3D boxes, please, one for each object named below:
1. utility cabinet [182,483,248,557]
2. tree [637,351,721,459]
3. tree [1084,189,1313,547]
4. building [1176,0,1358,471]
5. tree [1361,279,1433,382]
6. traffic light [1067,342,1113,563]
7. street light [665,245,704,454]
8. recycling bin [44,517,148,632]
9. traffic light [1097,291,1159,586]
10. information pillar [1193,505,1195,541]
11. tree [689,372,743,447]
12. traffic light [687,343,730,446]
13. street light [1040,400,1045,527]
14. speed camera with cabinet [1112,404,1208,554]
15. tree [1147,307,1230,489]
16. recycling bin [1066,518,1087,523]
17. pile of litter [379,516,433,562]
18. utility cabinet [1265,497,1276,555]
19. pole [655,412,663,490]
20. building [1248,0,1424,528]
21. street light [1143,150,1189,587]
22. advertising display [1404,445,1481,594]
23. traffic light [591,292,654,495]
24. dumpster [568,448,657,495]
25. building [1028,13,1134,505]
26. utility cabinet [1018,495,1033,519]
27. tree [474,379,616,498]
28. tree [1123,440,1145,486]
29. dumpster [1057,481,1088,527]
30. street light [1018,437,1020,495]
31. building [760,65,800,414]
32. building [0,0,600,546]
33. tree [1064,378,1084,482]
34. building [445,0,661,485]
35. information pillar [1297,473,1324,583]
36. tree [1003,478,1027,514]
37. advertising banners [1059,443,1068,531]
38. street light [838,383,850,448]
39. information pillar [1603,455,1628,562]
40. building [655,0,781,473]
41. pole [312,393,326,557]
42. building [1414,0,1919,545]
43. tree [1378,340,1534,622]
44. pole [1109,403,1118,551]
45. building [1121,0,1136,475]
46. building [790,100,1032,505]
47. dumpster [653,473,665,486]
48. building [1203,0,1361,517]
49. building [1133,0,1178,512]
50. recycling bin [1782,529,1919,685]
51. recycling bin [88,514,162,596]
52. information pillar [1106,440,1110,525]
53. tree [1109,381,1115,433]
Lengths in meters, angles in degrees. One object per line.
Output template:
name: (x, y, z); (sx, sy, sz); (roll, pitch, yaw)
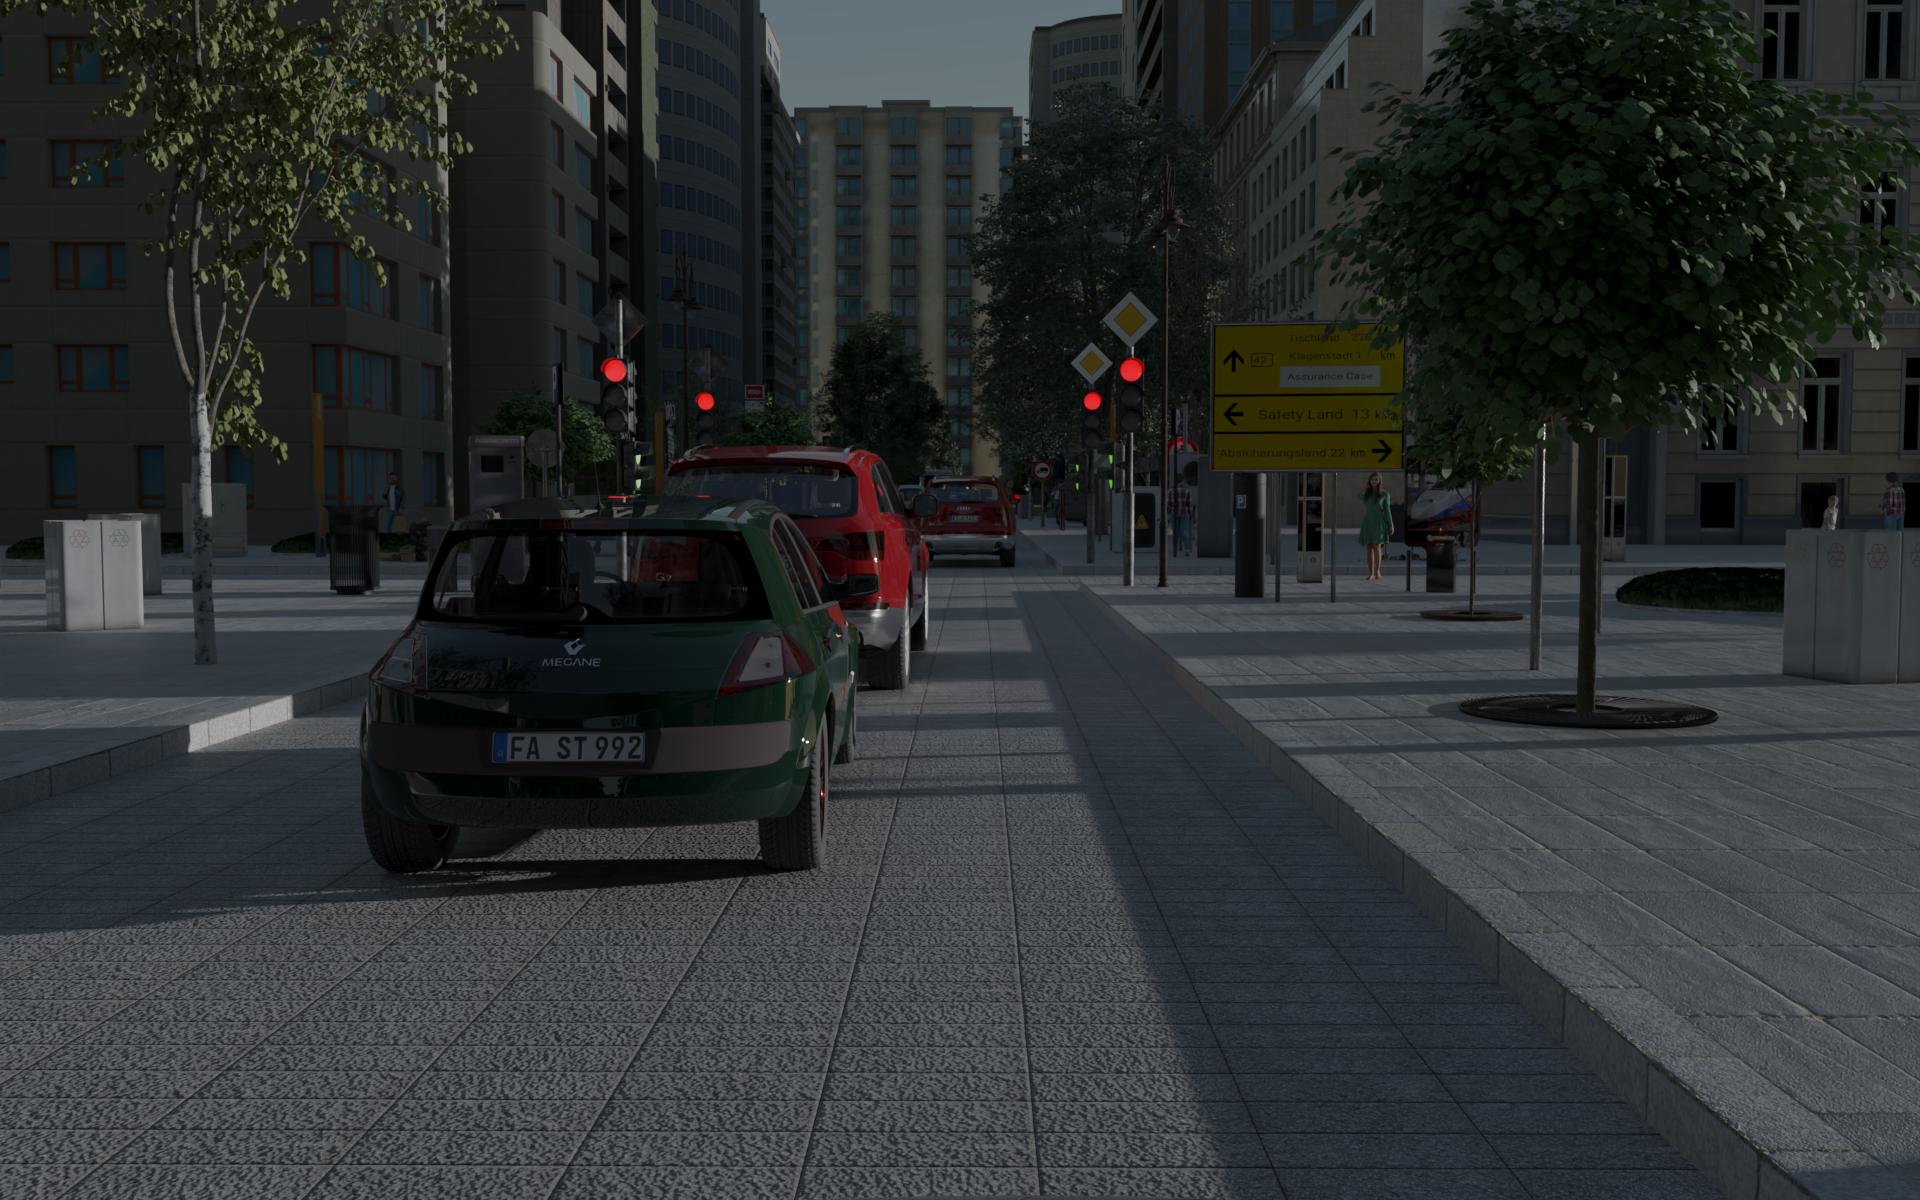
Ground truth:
utility cabinet: (-15.052, -1.610, 35.005); (0.318, 1.500, 1.173); (3, 5, 43)
tree: (-14.189, -8.430, 88.194); (4.737, 8.622, 4.395); (0, 3, 0)
tree: (6.001, -5.598, 41.885); (4.360, 8.622, 3.978); (0, 3, 0)
building: (22.010, -28.378, 114.086); (14.600, 45.320, 14.200); (0, 4, 1)
tree: (11.450, -5.513, 40.492); (4.360, 8.622, 3.978); (0, 3, 0)
traffic light: (2.412, -2.641, 32.093); (0.839, 4.253, 0.868); (0, 4, 1)
street light: (-5.128, -3.645, 32.391); (0.468, 5.910, 1.993); (0, 4, 1)
recycling bin: (-8.282, -0.245, 16.557); (0.722, 1.027, 0.722); (-3, 4, -38)
traffic light: (2.338, -2.152, 24.109); (0.839, 4.253, 0.868); (0, 4, 1)
information pillar: (6.417, -2.653, 47.876); (0.304, 2.012, 0.304); (-1, 4, -14)
tree: (-13.993, -9.313, 102.635); (4.360, 8.622, 3.978); (0, 3, 0)
traffic light: (-4.649, -2.644, 32.143); (0.839, 4.253, 0.868); (0, 4, 1)
street light: (3.246, -5.804, 67.688); (0.468, 5.910, 1.993); (0, 4, 1)
speed camera with cabinet: (4.356, -2.652, 37.696); (2.038, 3.252, 0.660); (-1, 4, -19)
tree: (9.810, -7.256, 68.997); (4.737, 8.622, 4.395); (0, 3, 0)
recycling bin: (5.210, -3.942, 77.004); (0.722, 1.027, 0.722); (-3, 5, -44)
pile of litter: (-10.548, -1.171, 33.113); (1.176, 0.858, 1.719); (-1, 4, -18)
utility cabinet: (6.505, -1.589, 37.146); (0.306, 1.237, 1.020); (-1, 4, -13)
pole: (-7.491, -3.017, 43.166); (0.158, 3.312, 0.155); (0, 3, 0)
building: (18.770, -13.384, 73.573); (10.420, 20.320, 16.860); (0, 4, 1)
street light: (2.806, -3.116, 23.740); (0.468, 5.910, 1.993); (0, 4, 1)
advertising display: (6.273, -1.060, 22.541); (0.974, 1.923, 0.123); (2, 4, 32)
traffic light: (-4.723, -2.155, 24.158); (0.839, 4.253, 0.868); (0, 4, 1)
dumpster: (-7.250, -2.060, 36.171); (1.502, 2.255, 1.985); (0, 4, 1)
building: (22.737, -40.941, 211.383); (28.212, 58.520, 21.231); (0, 4, 1)
utility cabinet: (3.396, -4.812, 89.832); (0.306, 1.237, 1.020); (3, 4, 39)
tree: (-12.133, -4.019, 49.427); (4.285, 4.588, 4.351); (0, 3, 0)
tree: (11.812, -9.022, 97.874); (4.737, 8.622, 4.395); (0, 3, 0)
dumpster: (4.465, -3.786, 67.663); (1.264, 1.857, 1.865); (0, 4, 1)
street light: (3.642, -8.201, 106.881); (0.468, 5.910, 1.993); (0, 4, 1)
building: (-27.104, -28.380, 155.901); (23.993, 40.220, 32.217); (0, 4, 1)
building: (-28.835, -12.960, 56.942); (27.650, 21.520, 28.899); (0, 4, 1)
tree: (6.740, -6.918, 63.474); (4.360, 8.622, 3.978); (0, 3, 0)
building: (-24.177, -19.579, 91.815); (14.160, 30.474, 14.107); (0, 4, 1)
information pillar: (5.052, -1.252, 24.962); (0.304, 2.012, 0.304); (0, 4, -7)
tree: (3.721, -7.287, 113.743); (1.663, 3.219, 1.824); (0, 3, 0)
advertising banners: (3.644, -3.962, 60.961); (0.090, 3.025, 2.074); (0, 4, -3)
street light: (-4.818, -6.080, 72.191); (0.468, 5.910, 1.993); (0, 4, 1)
information pillar: (12.446, -1.738, 32.905); (0.304, 2.012, 0.304); (-1, 4, -10)
building: (-36.261, -40.971, 211.866); (28.212, 58.520, 21.231); (0, 4, 1)
pole: (-12.991, -2.524, 35.110); (0.158, 3.312, 0.155); (0, 3, 0)
building: (24.253, -16.080, 48.808); (20.117, 28.700, 13.634); (0, 4, 1)
tree: (5.310, -1.412, 17.693); (1.663, 3.219, 1.824); (0, 3, 0)
pole: (3.446, -2.748, 38.770); (0.158, 3.312, 0.155); (0, 3, 0)
building: (29.081, -34.738, 157.198); (28.713, 52.752, 27.495); (0, 4, 1)
building: (-6.584, -36.308, 213.246); (30.456, 49.044, 23.786); (0, 4, 1)
dumpster: (-7.601, -2.493, 46.521); (1.264, 1.857, 1.865); (0, 4, 0)
building: (20.780, -18.182, 94.533); (12.463, 27.353, 25.104); (0, 4, 1)
building: (24.984, -31.099, 132.175); (21.300, 48.544, 21.600); (0, 4, 1)
recycling bin: (6.260, 0.032, 12.034); (0.722, 1.027, 0.722); (-1, 4, -13)
recycling bin: (-10.618, -0.579, 22.025); (0.722, 1.027, 0.722); (-3, 4, -37)
information pillar: (5.912, -4.867, 70.936); (0.504, 3.616, 0.183); (-1, 4, -20)
tree: (10.175, -9.417, 104.330); (4.737, 8.622, 4.395); (0, 3, 0)
